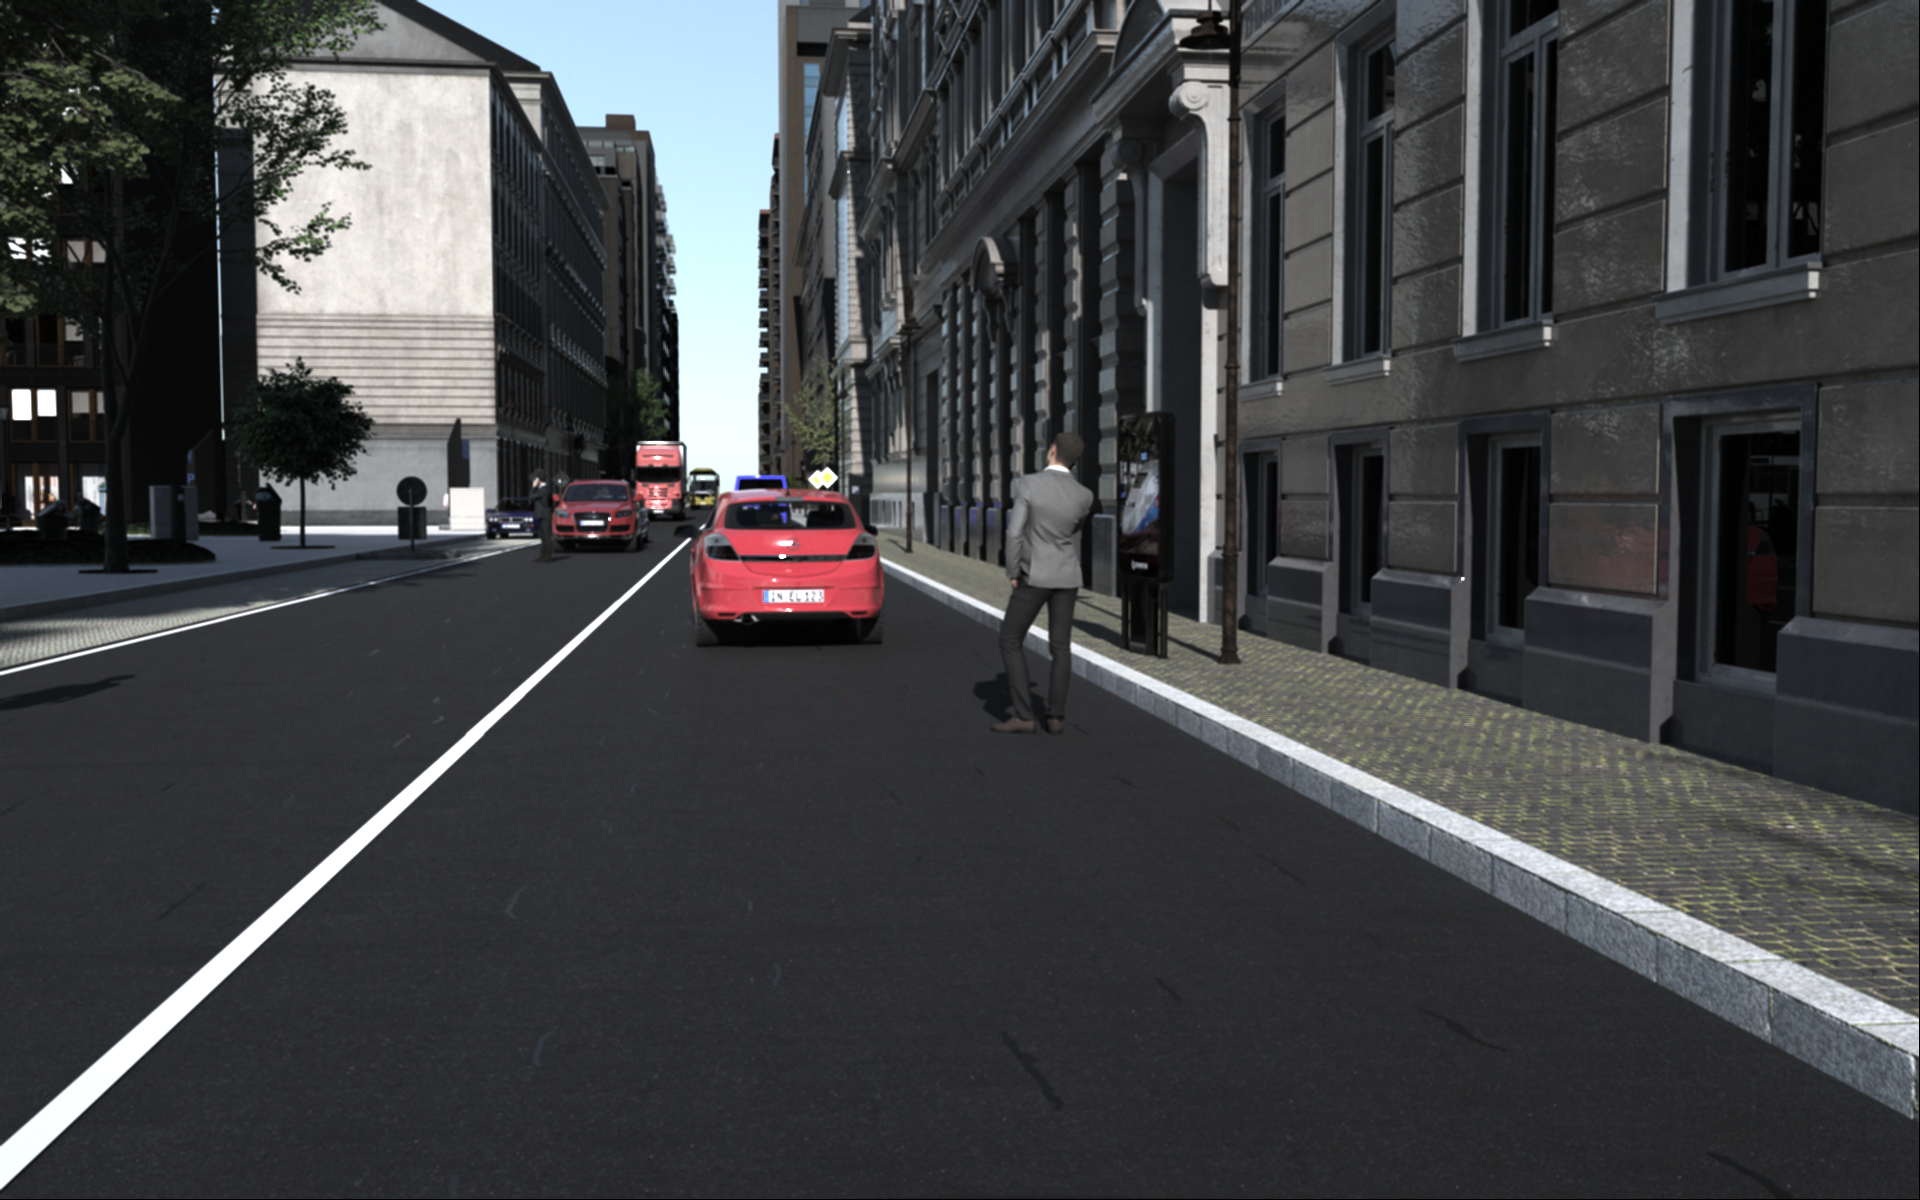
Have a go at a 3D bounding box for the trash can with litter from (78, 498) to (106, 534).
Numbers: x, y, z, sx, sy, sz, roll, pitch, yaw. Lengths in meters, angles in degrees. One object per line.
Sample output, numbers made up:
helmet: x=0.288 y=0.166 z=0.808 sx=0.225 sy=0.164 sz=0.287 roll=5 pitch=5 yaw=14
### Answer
trash can with litter: x=-24.409 y=-2.296 z=48.934 sx=0.624 sy=1.170 sz=1.055 roll=2 pitch=4 yaw=32

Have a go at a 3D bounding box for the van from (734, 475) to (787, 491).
van: x=-6.781 y=-3.339 z=58.973 sx=2.240 sy=2.365 sz=5.245 roll=0 pitch=4 yaw=-7

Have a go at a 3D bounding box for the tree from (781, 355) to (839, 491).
tree: x=-6.776 y=-8.483 z=89.053 sx=4.737 sy=8.622 sz=4.395 roll=0 pitch=3 yaw=0

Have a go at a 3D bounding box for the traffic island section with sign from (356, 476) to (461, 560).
traffic island section with sign: x=-12.183 y=-1.822 z=38.419 sx=1.989 sy=1.847 sz=2.006 roll=0 pitch=4 yaw=-7

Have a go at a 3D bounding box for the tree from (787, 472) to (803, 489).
tree: x=-14.677 y=-9.512 z=150.124 sx=1.663 sy=3.219 sz=1.824 roll=0 pitch=3 yaw=0

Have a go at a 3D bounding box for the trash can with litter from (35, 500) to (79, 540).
trash can with litter: x=-18.182 y=-1.400 z=34.275 sx=0.624 sy=1.170 sz=1.055 roll=3 pitch=5 yaw=40

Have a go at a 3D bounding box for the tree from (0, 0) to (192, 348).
tree: x=-11.074 y=-6.016 z=16.486 sx=7.486 sy=12.596 sz=7.792 roll=0 pitch=3 yaw=0

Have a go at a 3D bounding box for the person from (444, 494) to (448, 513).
person: x=-19.444 y=-3.507 z=66.516 sx=0.731 sy=1.740 sz=0.598 roll=-1 pitch=4 yaw=-18

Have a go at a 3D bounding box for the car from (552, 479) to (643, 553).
car: x=-9.158 y=-2.157 z=43.936 sx=2.281 sy=1.827 sz=5.304 roll=0 pitch=4 yaw=-8

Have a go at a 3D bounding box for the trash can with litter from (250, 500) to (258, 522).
trash can with litter: x=-23.802 y=-2.923 z=59.172 sx=0.624 sy=1.170 sz=1.055 roll=-1 pitch=4 yaw=-21

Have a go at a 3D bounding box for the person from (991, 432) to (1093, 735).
person: x=0.493 y=-0.105 z=10.401 sx=0.592 sy=1.802 sz=0.473 roll=-1 pitch=4 yaw=-10

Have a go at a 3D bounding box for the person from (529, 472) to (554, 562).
person: x=-8.801 y=-1.744 z=36.378 sx=0.474 sy=1.900 sz=0.648 roll=0 pitch=4 yaw=-7

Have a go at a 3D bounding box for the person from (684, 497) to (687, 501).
person: x=-35.142 y=-12.993 z=221.618 sx=0.721 sy=1.739 sz=1.217 roll=0 pitch=4 yaw=5

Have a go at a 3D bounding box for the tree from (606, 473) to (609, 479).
tree: x=-27.351 y=-8.478 z=133.211 sx=1.663 sy=3.219 sz=1.824 roll=0 pitch=3 yaw=0

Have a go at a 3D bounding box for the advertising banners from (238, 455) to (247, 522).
advertising banners: x=-30.008 y=-4.659 z=72.370 sx=0.090 sy=3.025 sz=2.074 roll=-1 pitch=4 yaw=-15

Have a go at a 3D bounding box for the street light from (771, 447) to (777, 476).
street light: x=-18.215 y=-12.189 z=172.084 sx=0.468 sy=5.910 sz=1.993 roll=0 pitch=4 yaw=-7

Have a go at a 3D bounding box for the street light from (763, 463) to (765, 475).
street light: x=-24.668 y=-15.257 z=222.238 sx=0.468 sy=5.910 sz=1.993 roll=0 pitch=4 yaw=-7

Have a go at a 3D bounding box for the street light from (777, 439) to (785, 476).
street light: x=-14.972 y=-10.612 z=146.296 sx=0.468 sy=5.910 sz=1.993 roll=0 pitch=4 yaw=-7

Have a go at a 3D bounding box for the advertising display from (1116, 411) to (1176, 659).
advertising display: x=1.477 y=-0.528 z=13.852 sx=0.123 sy=1.923 sz=0.974 roll=-1 pitch=4 yaw=-15

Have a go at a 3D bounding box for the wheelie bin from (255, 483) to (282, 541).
wheelie bin: x=-18.975 y=-2.423 z=47.518 sx=0.693 sy=1.594 sz=0.980 roll=-2 pitch=4 yaw=-25

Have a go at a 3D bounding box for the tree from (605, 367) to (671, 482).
tree: x=-27.217 y=-13.174 z=141.150 sx=9.928 sy=11.665 sz=9.643 roll=0 pitch=3 yaw=0

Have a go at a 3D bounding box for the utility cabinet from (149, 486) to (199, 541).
utility cabinet: x=-21.284 y=-2.339 z=46.925 sx=0.318 sy=1.500 sz=1.173 roll=3 pitch=5 yaw=41

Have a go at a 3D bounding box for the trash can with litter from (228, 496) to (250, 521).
trash can with litter: x=-33.559 y=-4.237 z=80.670 sx=0.624 sy=1.170 sz=1.055 roll=1 pitch=4 yaw=21

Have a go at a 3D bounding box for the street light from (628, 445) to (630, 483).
street light: x=-28.102 y=-10.648 z=146.878 sx=0.468 sy=5.910 sz=1.993 roll=0 pitch=4 yaw=-7

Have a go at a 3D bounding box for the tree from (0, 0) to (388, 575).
tree: x=-13.592 y=-6.250 z=27.946 sx=9.928 sy=11.665 sz=9.643 roll=0 pitch=3 yaw=0

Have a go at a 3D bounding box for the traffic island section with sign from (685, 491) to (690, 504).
traffic island section with sign: x=-42.838 y=-16.514 z=278.627 sx=1.989 sy=1.847 sz=2.006 roll=0 pitch=4 yaw=-7

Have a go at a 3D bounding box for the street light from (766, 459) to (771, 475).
street light: x=-21.444 y=-13.701 z=196.791 sx=0.468 sy=5.910 sz=1.993 roll=0 pitch=4 yaw=-7

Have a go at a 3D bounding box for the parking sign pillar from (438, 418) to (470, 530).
parking sign pillar: x=-18.045 y=-4.516 z=62.306 sx=1.447 sy=3.967 sz=1.447 roll=-2 pitch=4 yaw=-32

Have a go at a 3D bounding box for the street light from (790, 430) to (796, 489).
street light: x=-11.675 y=-9.089 z=121.394 sx=0.468 sy=5.910 sz=1.993 roll=0 pitch=4 yaw=-7

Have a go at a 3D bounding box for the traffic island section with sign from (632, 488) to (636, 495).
traffic island section with sign: x=-22.636 y=-6.830 z=120.303 sx=1.989 sy=1.847 sz=2.006 roll=0 pitch=4 yaw=-7

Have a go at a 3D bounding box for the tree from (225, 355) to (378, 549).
tree: x=-15.571 y=-3.501 z=40.960 sx=4.285 sy=4.588 sz=4.351 roll=0 pitch=3 yaw=0

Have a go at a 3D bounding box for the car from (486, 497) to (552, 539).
car: x=-14.232 y=-2.658 z=56.043 sx=1.945 sy=1.354 sz=3.894 roll=0 pitch=4 yaw=-6

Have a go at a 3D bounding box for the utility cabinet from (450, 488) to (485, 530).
utility cabinet: x=-17.300 y=-3.190 z=60.835 sx=1.173 sy=1.500 sz=0.318 roll=-1 pitch=4 yaw=-14

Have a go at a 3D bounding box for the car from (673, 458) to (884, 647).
car: x=-1.861 y=-0.539 z=17.848 sx=2.155 sy=1.783 sz=4.494 roll=-1 pitch=4 yaw=-9

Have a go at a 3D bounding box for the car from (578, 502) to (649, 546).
car: x=-9.897 y=-2.298 z=49.569 sx=2.014 sy=1.417 sz=4.499 roll=0 pitch=4 yaw=-6

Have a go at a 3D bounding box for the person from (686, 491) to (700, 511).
person: x=-22.784 y=-8.481 z=147.880 sx=1.217 sy=1.735 sz=0.721 roll=-1 pitch=4 yaw=-21

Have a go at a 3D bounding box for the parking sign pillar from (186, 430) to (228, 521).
parking sign pillar: x=-31.676 y=-5.125 z=72.263 sx=1.447 sy=3.967 sz=1.447 roll=1 pitch=4 yaw=12
